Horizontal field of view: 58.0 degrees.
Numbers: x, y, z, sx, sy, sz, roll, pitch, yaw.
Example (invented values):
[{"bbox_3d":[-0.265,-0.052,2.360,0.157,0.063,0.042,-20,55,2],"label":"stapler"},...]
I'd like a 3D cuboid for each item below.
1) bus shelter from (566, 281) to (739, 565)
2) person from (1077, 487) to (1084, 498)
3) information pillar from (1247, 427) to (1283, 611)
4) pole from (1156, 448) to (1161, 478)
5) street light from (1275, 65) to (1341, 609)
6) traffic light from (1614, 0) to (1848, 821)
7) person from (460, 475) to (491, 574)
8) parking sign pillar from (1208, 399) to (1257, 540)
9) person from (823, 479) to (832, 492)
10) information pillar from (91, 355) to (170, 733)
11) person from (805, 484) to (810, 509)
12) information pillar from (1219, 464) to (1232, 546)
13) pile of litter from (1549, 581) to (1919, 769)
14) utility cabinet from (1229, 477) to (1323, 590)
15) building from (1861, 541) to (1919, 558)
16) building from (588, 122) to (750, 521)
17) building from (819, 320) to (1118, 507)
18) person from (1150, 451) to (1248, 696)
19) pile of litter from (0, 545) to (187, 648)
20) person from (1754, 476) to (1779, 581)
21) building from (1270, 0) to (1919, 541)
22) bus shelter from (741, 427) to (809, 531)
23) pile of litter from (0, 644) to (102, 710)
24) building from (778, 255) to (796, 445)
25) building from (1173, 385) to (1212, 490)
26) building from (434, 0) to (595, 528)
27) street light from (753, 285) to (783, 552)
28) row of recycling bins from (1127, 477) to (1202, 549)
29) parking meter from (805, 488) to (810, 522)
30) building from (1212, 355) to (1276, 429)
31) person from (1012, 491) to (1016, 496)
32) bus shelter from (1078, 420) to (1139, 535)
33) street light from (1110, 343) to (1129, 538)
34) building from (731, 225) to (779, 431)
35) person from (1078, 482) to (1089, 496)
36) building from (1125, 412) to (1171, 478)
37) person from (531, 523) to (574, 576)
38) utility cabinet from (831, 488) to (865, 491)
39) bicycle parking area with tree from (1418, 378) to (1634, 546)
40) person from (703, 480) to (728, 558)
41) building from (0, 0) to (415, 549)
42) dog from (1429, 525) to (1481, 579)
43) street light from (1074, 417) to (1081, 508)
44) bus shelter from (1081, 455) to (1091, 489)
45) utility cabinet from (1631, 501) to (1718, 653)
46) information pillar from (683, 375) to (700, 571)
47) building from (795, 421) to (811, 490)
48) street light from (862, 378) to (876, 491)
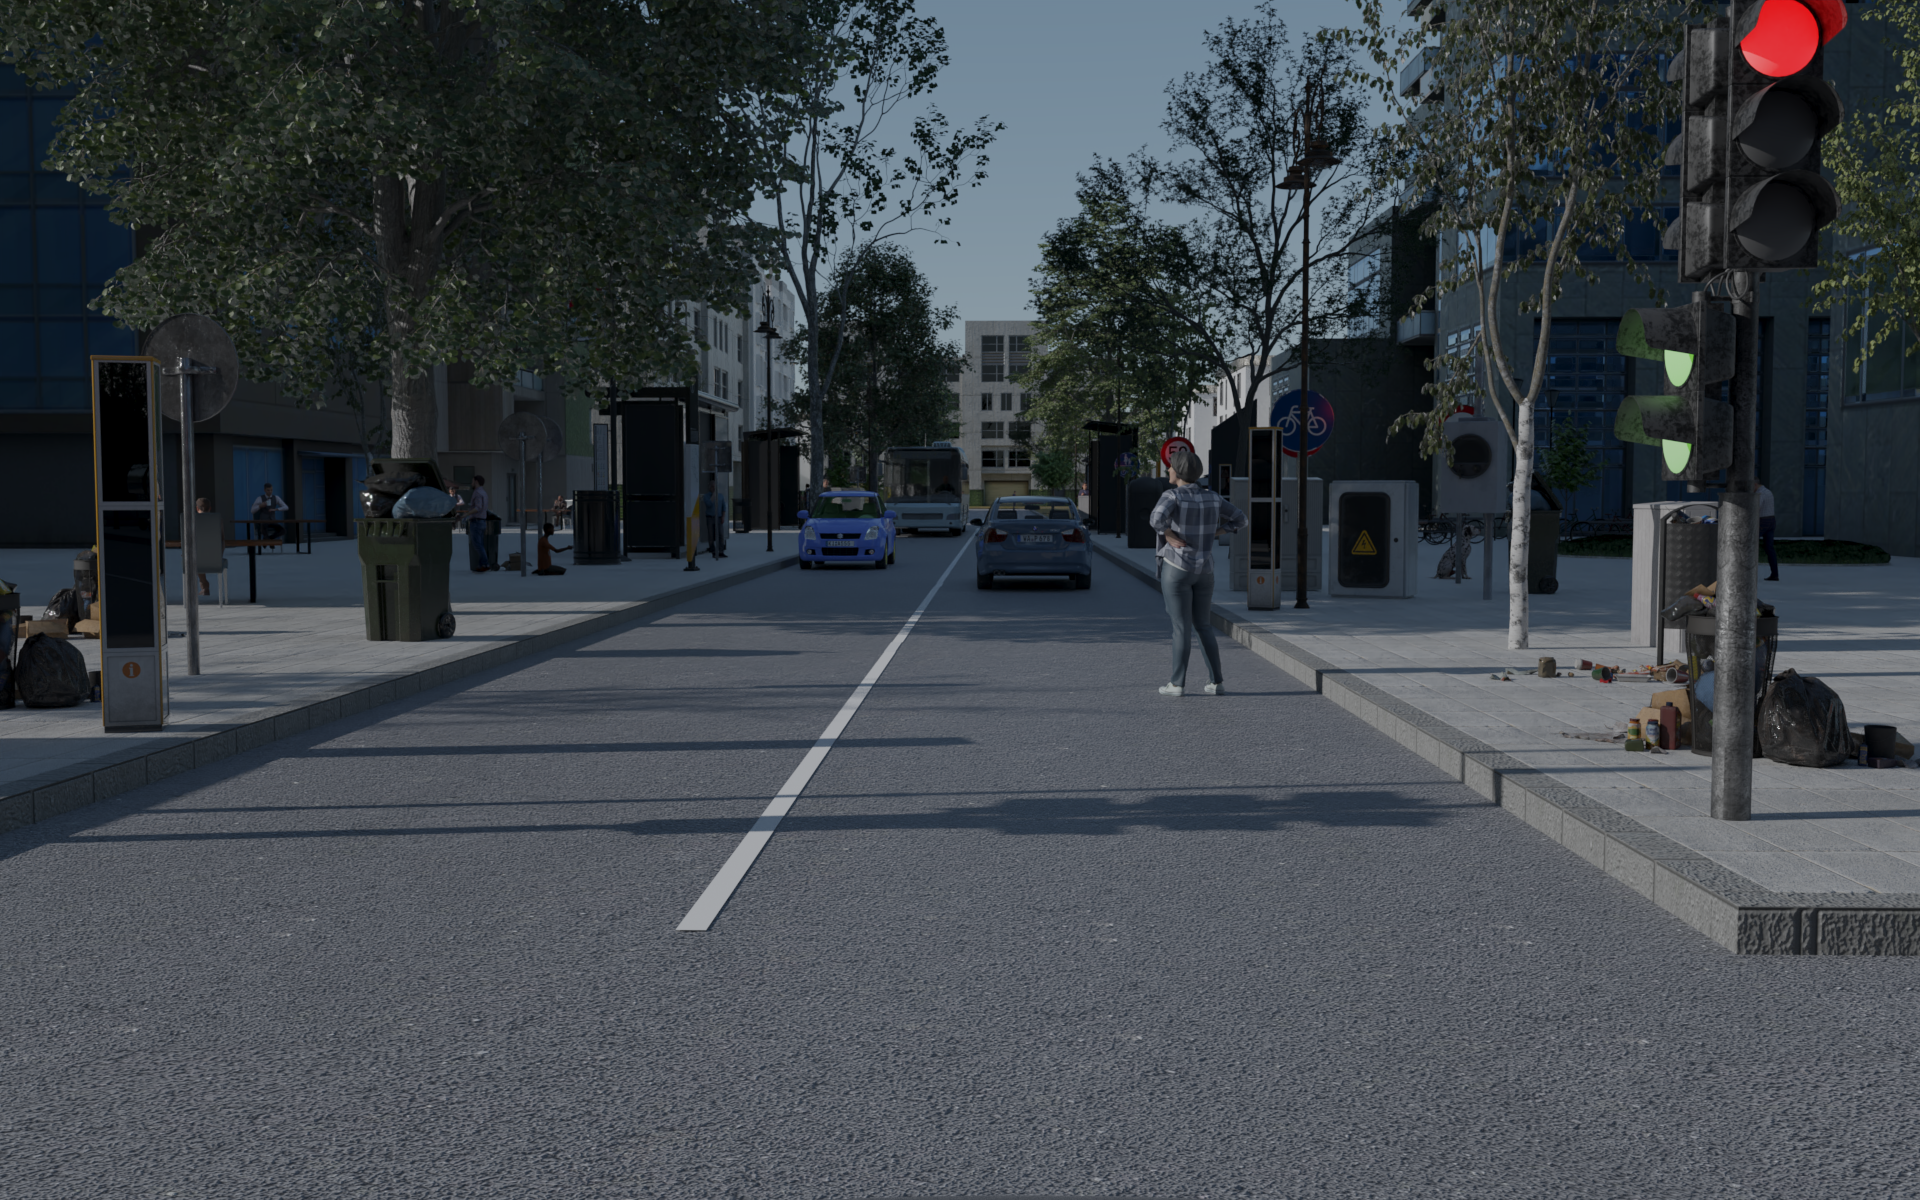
[{"bbox_3d":[-6.257,-3.528,35.319,2.179,5.291,8.768,0,4,1],"label":"bus shelter"},{"bbox_3d":[9.138,-7.484,128.362,1.348,1.831,0.705,3,5,40],"label":"person"},{"bbox_3d":[3.362,-0.893,19.087,0.304,2.012,0.304,2,4,26],"label":"information pillar"},{"bbox_3d":[8.243,-4.782,72.021,0.158,3.312,0.155,0,3,0],"label":"pole"},{"bbox_3d":[3.838,-2.843,19.273,0.468,5.910,1.993,0,4,1],"label":"street light"},{"bbox_3d":[3.035,-1.090,6.749,0.839,4.253,0.868,0,4,1],"label":"traffic light"},{"bbox_3d":[-7.770,-1.216,27.879,0.435,1.587,0.963,-1,4,-8],"label":"person"},{"bbox_3d":[7.705,-3.702,48.998,1.447,3.967,1.447,0,4,-6],"label":"parking sign pillar"},{"bbox_3d":[-4.693,-3.289,59.940,0.598,1.807,0.434,-1,4,-11],"label":"person"},{"bbox_3d":[-4.492,-0.300,9.393,0.304,2.012,0.304,-1,4,-18],"label":"information pillar"},{"bbox_3d":[-7.956,-5.147,90.160,1.348,1.831,0.705,-3,5,-45],"label":"person"},{"bbox_3d":[6.565,-2.349,42.900,0.304,2.012,0.304,1,4,9],"label":"information pillar"},{"bbox_3d":[3.930,0.320,8.728,1.176,0.858,1.719,-2,4,-31],"label":"pile of litter"},{"bbox_3d":[4.189,-0.873,22.947,1.173,1.500,0.318,0,4,-2],"label":"utility cabinet"},{"bbox_3d":[33.133,-43.608,25.655,31.000,86.520,22.319,0,4,1],"label":"building"},{"bbox_3d":[-22.626,-14.197,98.582,16.747,18.905,31.486,0,4,1],"label":"building"},{"bbox_3d":[0.726,-19.488,185.089,31.486,18.905,16.747,0,4,1],"label":"building"},{"bbox_3d":[1.641,-0.190,12.323,0.841,1.734,0.376,-2,4,-26],"label":"person"},{"bbox_3d":[-7.864,-0.099,15.581,1.719,0.858,1.176,2,4,25],"label":"pile of litter"},{"bbox_3d":[11.786,-1.060,25.593,0.590,1.554,0.614,3,5,39],"label":"person"},{"bbox_3d":[25.468,-45.957,64.072,22.319,86.520,31.000,0,4,1],"label":"building"},{"bbox_3d":[-6.746,-4.433,63.759,1.731,3.624,6.357,0,4,1],"label":"bus shelter"},{"bbox_3d":[-5.981,0.210,10.524,1.719,0.858,1.176,-1,4,-12],"label":"pile of litter"},{"bbox_3d":[-19.501,-17.358,140.215,11.380,20.091,16.016,0,4,1],"label":"building"},{"bbox_3d":[22.400,-11.682,133.155,9.099,9.664,28.070,0,4,1],"label":"building"},{"bbox_3d":[-23.153,-23.522,68.183,14.154,41.232,14.086,0,4,1],"label":"building"},{"bbox_3d":[-4.250,-4.022,38.543,0.468,5.910,1.993,0,4,1],"label":"street light"},{"bbox_3d":[5.071,-2.149,42.242,1.069,1.692,3.534,2,4,28],"label":"row of recycling bins"},{"bbox_3d":[-4.568,-2.743,53.260,0.372,1.533,0.369,0,3,0],"label":"parking meter"},{"bbox_3d":[21.676,-9.948,104.801,9.099,9.664,28.070,0,4,1],"label":"building"},{"bbox_3d":[4.702,-8.572,149.575,0.530,1.710,0.541,3,5,42],"label":"person"},{"bbox_3d":[4.933,-4.064,57.723,1.731,3.624,6.357,0,4,2],"label":"bus shelter"},{"bbox_3d":[4.611,-4.736,50.227,0.468,5.910,1.993,0,4,1],"label":"street light"},{"bbox_3d":[-21.534,-16.124,120.042,16.016,20.091,11.380,0,4,1],"label":"building"},{"bbox_3d":[4.567,-3.446,63.312,0.541,1.710,0.530,2,4,27],"label":"person"},{"bbox_3d":[30.407,-14.615,181.096,28.070,9.664,9.099,0,4,1],"label":"building"},{"bbox_3d":[-6.452,-0.803,27.458,0.655,0.850,0.859,-1,4,-18],"label":"person"},{"bbox_3d":[-3.969,-3.252,61.856,1.173,1.500,0.318,2,4,29],"label":"utility cabinet"},{"bbox_3d":[14.863,-3.572,45.406,9.016,4.147,8.231,3,5,42],"label":"bicycle parking area with tree"},{"bbox_3d":[-4.884,-1.617,34.687,0.499,1.552,0.429,0,4,-4],"label":"person"},{"bbox_3d":[-23.767,-24.211,45.965,14.600,45.320,14.200,0,4,1],"label":"building"},{"bbox_3d":[7.414,-0.727,26.269,0.800,0.831,0.513,3,5,45],"label":"dog"},{"bbox_3d":[5.441,-6.632,81.226,0.468,5.910,1.993,0,4,1],"label":"street light"},{"bbox_3d":[6.629,-5.191,78.797,2.014,3.302,5.546,0,4,1],"label":"bus shelter"},{"bbox_3d":[5.942,-0.202,14.466,0.306,1.237,1.020,0,4,0],"label":"utility cabinet"},{"bbox_3d":[-4.469,-2.296,28.896,0.183,3.616,0.504,0,4,8],"label":"information pillar"},{"bbox_3d":[-29.615,-14.694,182.387,28.070,9.664,9.099,0,4,1],"label":"building"},{"bbox_3d":[-3.623,-5.901,69.262,0.468,5.910,1.993,0,4,1],"label":"street light"}]
